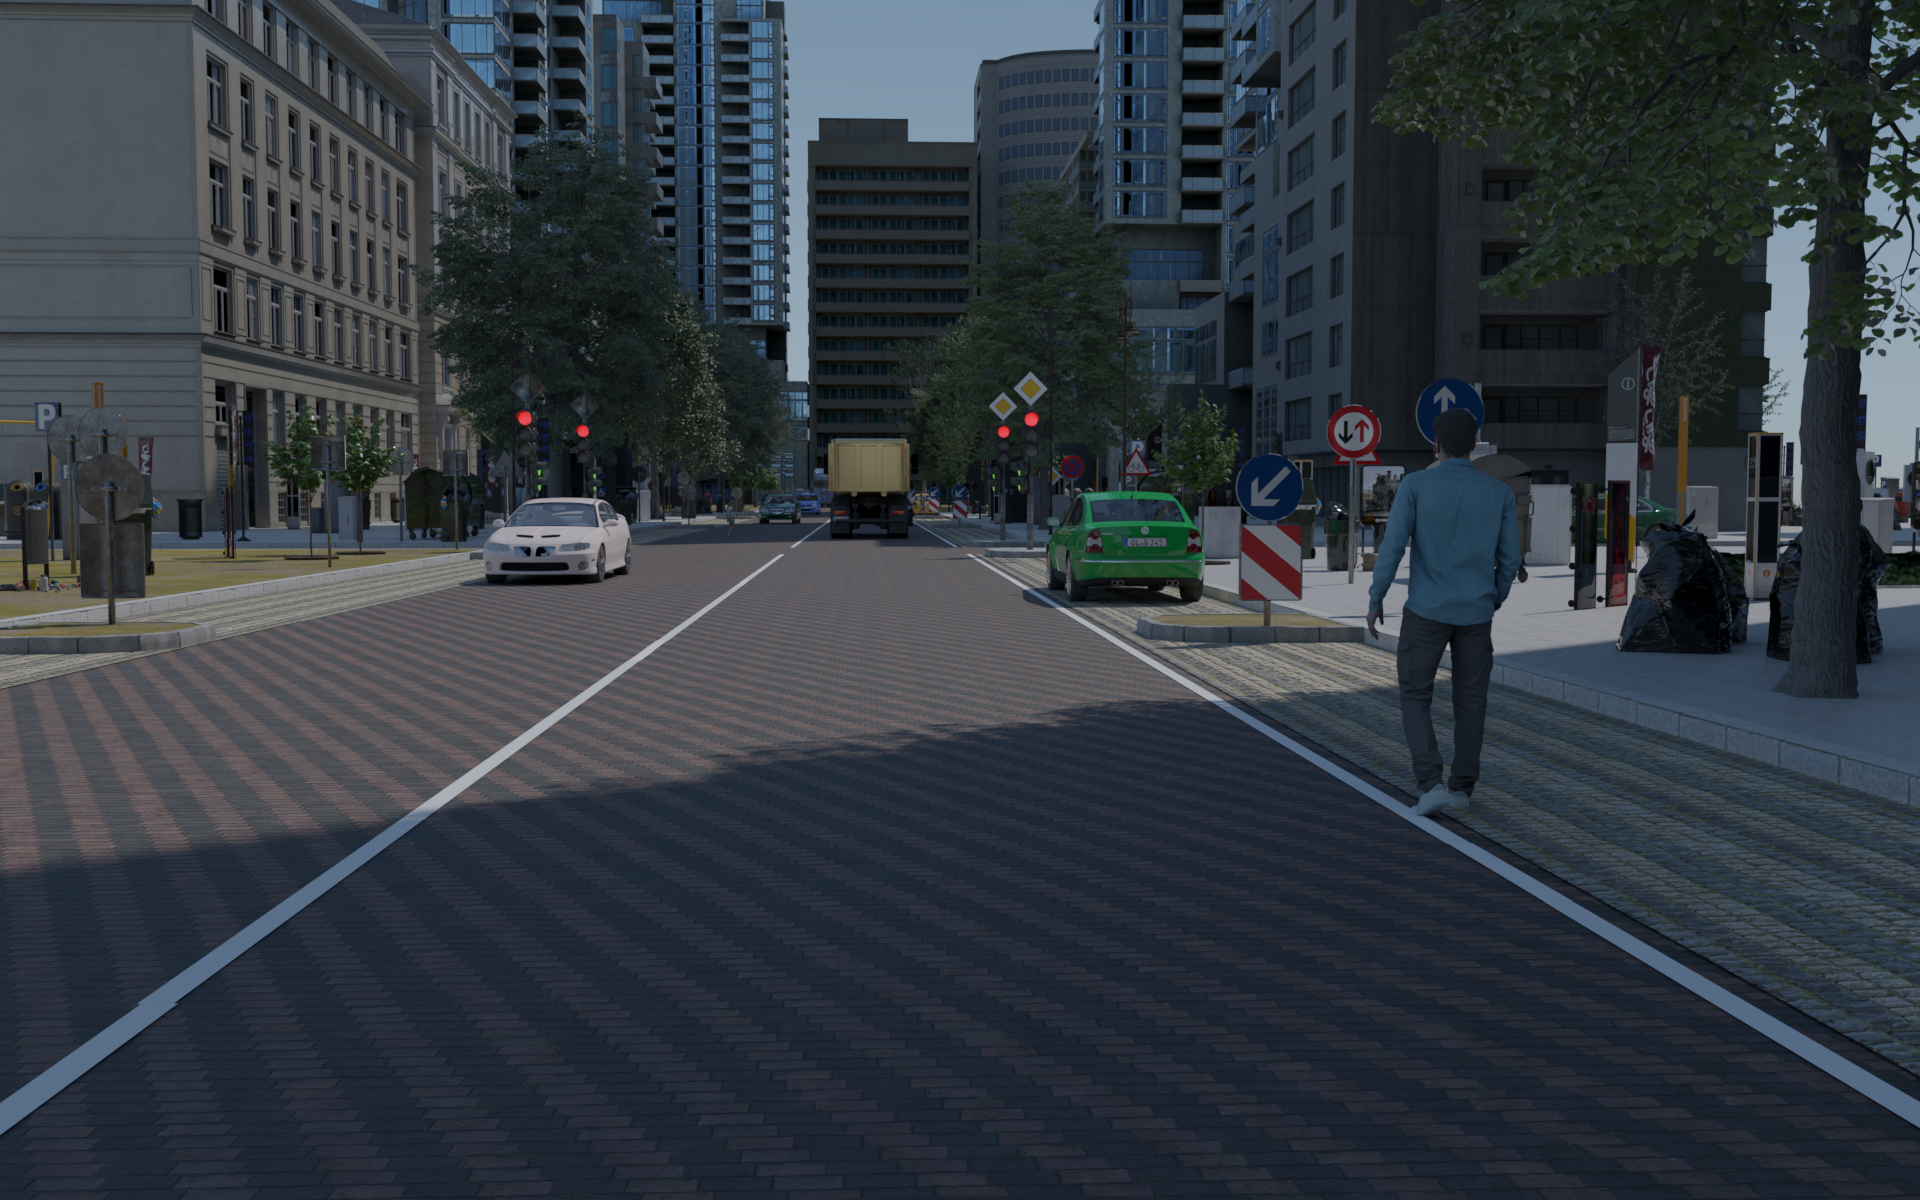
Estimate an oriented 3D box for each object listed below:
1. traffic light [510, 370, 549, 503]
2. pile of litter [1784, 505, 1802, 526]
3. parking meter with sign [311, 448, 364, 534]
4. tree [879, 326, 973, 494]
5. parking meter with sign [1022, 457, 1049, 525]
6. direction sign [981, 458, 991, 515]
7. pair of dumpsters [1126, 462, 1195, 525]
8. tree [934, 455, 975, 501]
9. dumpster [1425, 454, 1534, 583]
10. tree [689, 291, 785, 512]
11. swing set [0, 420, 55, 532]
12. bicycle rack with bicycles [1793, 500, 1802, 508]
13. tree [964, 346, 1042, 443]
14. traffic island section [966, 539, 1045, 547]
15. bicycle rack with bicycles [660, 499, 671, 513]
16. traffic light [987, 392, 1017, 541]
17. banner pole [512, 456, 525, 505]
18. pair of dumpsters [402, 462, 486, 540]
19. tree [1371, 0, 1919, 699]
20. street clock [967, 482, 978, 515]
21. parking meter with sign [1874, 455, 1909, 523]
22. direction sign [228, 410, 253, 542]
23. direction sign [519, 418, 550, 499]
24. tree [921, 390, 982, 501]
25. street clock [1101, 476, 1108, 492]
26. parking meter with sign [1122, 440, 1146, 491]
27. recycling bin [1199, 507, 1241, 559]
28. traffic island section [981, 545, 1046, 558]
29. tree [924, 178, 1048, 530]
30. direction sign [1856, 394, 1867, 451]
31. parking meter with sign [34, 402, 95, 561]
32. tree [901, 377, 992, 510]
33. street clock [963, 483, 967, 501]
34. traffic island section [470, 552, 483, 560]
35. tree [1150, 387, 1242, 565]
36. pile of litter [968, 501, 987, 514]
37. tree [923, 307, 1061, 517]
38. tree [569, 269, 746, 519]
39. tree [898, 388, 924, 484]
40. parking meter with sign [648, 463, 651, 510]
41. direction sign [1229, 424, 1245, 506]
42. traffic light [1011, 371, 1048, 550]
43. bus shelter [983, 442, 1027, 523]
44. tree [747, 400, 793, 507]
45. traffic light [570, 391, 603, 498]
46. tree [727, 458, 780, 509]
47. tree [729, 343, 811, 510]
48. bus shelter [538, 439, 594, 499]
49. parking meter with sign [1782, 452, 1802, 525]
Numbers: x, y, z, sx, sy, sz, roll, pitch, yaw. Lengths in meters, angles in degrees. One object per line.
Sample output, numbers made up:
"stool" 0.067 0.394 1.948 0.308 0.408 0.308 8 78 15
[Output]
"traffic light" -9.749 -3.072 39.155 0.839 4.253 0.868 0 4 -3
"pile of litter" 33.676 -3.386 69.322 1.176 0.858 1.719 1 4 9
"parking meter with sign" -20.321 -3.680 56.428 1.738 3.016 0.543 0 4 6
"tree" -2.961 -20.640 193.356 12.611 20.169 13.585 0 3 0
"parking meter with sign" 3.345 -4.643 72.180 0.543 3.016 1.738 -3 4 -36
"direction sign" 1.594 -7.141 108.746 0.876 3.537 0.379 2 4 28
"pair of dumpsters" 6.108 -3.046 52.290 1.574 2.255 4.437 0 4 -3
"tree" -0.251 -8.857 128.528 4.285 4.588 4.351 0 3 0
"dumpster" 7.660 -1.224 25.774 1.264 1.857 1.865 0 4 -3
"tree" -16.487 -12.156 105.413 9.857 13.997 8.962 0 3 0
"swing set" -20.655 -2.378 36.506 3.119 2.851 2.862 -3 5 -41
"bicycle rack with bicycles" 54.771 -6.026 111.906 2.925 0.926 2.852 -3 5 -39
"tree" 2.382 -8.202 84.466 4.360 8.622 3.978 0 3 0
"traffic island section" 1.204 -1.565 47.872 2.009 0.180 2.903 0 4 -3
"bicycle rack with bicycles" -20.247 -6.461 119.018 2.852 0.926 2.925 3 5 42
"traffic light" 1.163 -3.598 47.756 0.839 4.253 0.868 0 4 -3
"banner pole" -21.580 -5.772 84.391 0.863 3.779 0.401 -2 4 -32
"pair of dumpsters" -14.972 -2.921 50.254 1.574 2.255 4.437 0 4 -3
"tree" 5.817 -5.678 10.969 7.486 12.596 7.792 0 3 0
"street clock" 0.861 -6.326 108.002 0.471 2.002 0.358 -3 4 -36
"parking meter with sign" 41.310 -4.932 76.893 1.738 3.016 0.543 -1 4 -16
"direction sign" -19.421 -3.354 46.841 0.379 3.537 0.876 1 4 18
"direction sign" -12.600 -3.626 51.280 0.876 3.537 0.379 -1 4 -18
"tree" -0.263 -10.104 115.560 4.737 8.622 4.395 0 3 0
"street clock" 5.905 -4.054 70.855 0.358 2.002 0.471 0 4 -2
"parking meter with sign" 5.470 -3.634 55.676 0.543 3.016 1.738 1 4 23
"recycling bin" 5.186 -1.351 34.636 0.722 1.027 0.722 0 4 -2
"traffic island section" 1.635 -1.078 39.898 2.009 0.180 2.903 0 4 -3
"tree" 3.400 -8.824 62.399 7.486 12.596 7.792 0 3 0
"direction sign" 20.101 -2.895 39.326 0.876 3.537 0.379 0 4 0
"parking meter with sign" -17.092 -2.293 33.748 0.543 3.016 1.738 1 4 15
"tree" -0.827 -12.497 138.734 7.601 10.594 8.767 1 4 19
"street clock" 0.422 -6.443 109.920 0.471 2.002 0.358 -1 4 -12
"traffic island section" -9.789 -1.040 39.287 2.009 0.180 2.903 0 4 -3
"tree" 4.305 -2.266 31.655 1.663 3.219 1.824 0 3 0
"pile of litter" 0.984 -5.969 111.550 1.719 0.858 1.176 0 4 -1
"tree" 1.811 -10.365 95.224 9.928 11.665 9.643 0 3 0
"tree" -15.778 -10.501 88.703 9.611 12.733 9.660 0 3 0
"tree" -1.920 -14.949 162.550 7.486 12.596 7.792 0 3 0
"parking meter with sign" -17.401 -6.158 96.937 0.543 3.016 1.738 0 4 5
"direction sign" 9.016 -3.944 56.478 0.379 3.537 0.876 -2 4 -25
"traffic light" 1.595 -3.111 39.782 0.839 4.253 0.868 0 4 -3
"bus shelter" 2.120 -5.349 78.740 1.731 3.624 6.357 0 4 -3
"tree" -19.923 -14.737 166.707 9.928 11.665 9.643 0 3 0
"traffic light" -10.181 -3.560 47.128 0.839 4.253 0.868 0 4 -3
"tree" -18.759 -10.148 149.627 4.285 4.588 4.351 0 3 0
"tree" -17.580 -13.953 138.507 12.009 13.543 11.850 0 3 0
"bus shelter" -16.906 -5.136 75.258 1.731 3.624 6.357 0 4 -3
"parking meter with sign" 33.889 -4.590 71.300 0.543 3.016 1.738 -3 5 -40
